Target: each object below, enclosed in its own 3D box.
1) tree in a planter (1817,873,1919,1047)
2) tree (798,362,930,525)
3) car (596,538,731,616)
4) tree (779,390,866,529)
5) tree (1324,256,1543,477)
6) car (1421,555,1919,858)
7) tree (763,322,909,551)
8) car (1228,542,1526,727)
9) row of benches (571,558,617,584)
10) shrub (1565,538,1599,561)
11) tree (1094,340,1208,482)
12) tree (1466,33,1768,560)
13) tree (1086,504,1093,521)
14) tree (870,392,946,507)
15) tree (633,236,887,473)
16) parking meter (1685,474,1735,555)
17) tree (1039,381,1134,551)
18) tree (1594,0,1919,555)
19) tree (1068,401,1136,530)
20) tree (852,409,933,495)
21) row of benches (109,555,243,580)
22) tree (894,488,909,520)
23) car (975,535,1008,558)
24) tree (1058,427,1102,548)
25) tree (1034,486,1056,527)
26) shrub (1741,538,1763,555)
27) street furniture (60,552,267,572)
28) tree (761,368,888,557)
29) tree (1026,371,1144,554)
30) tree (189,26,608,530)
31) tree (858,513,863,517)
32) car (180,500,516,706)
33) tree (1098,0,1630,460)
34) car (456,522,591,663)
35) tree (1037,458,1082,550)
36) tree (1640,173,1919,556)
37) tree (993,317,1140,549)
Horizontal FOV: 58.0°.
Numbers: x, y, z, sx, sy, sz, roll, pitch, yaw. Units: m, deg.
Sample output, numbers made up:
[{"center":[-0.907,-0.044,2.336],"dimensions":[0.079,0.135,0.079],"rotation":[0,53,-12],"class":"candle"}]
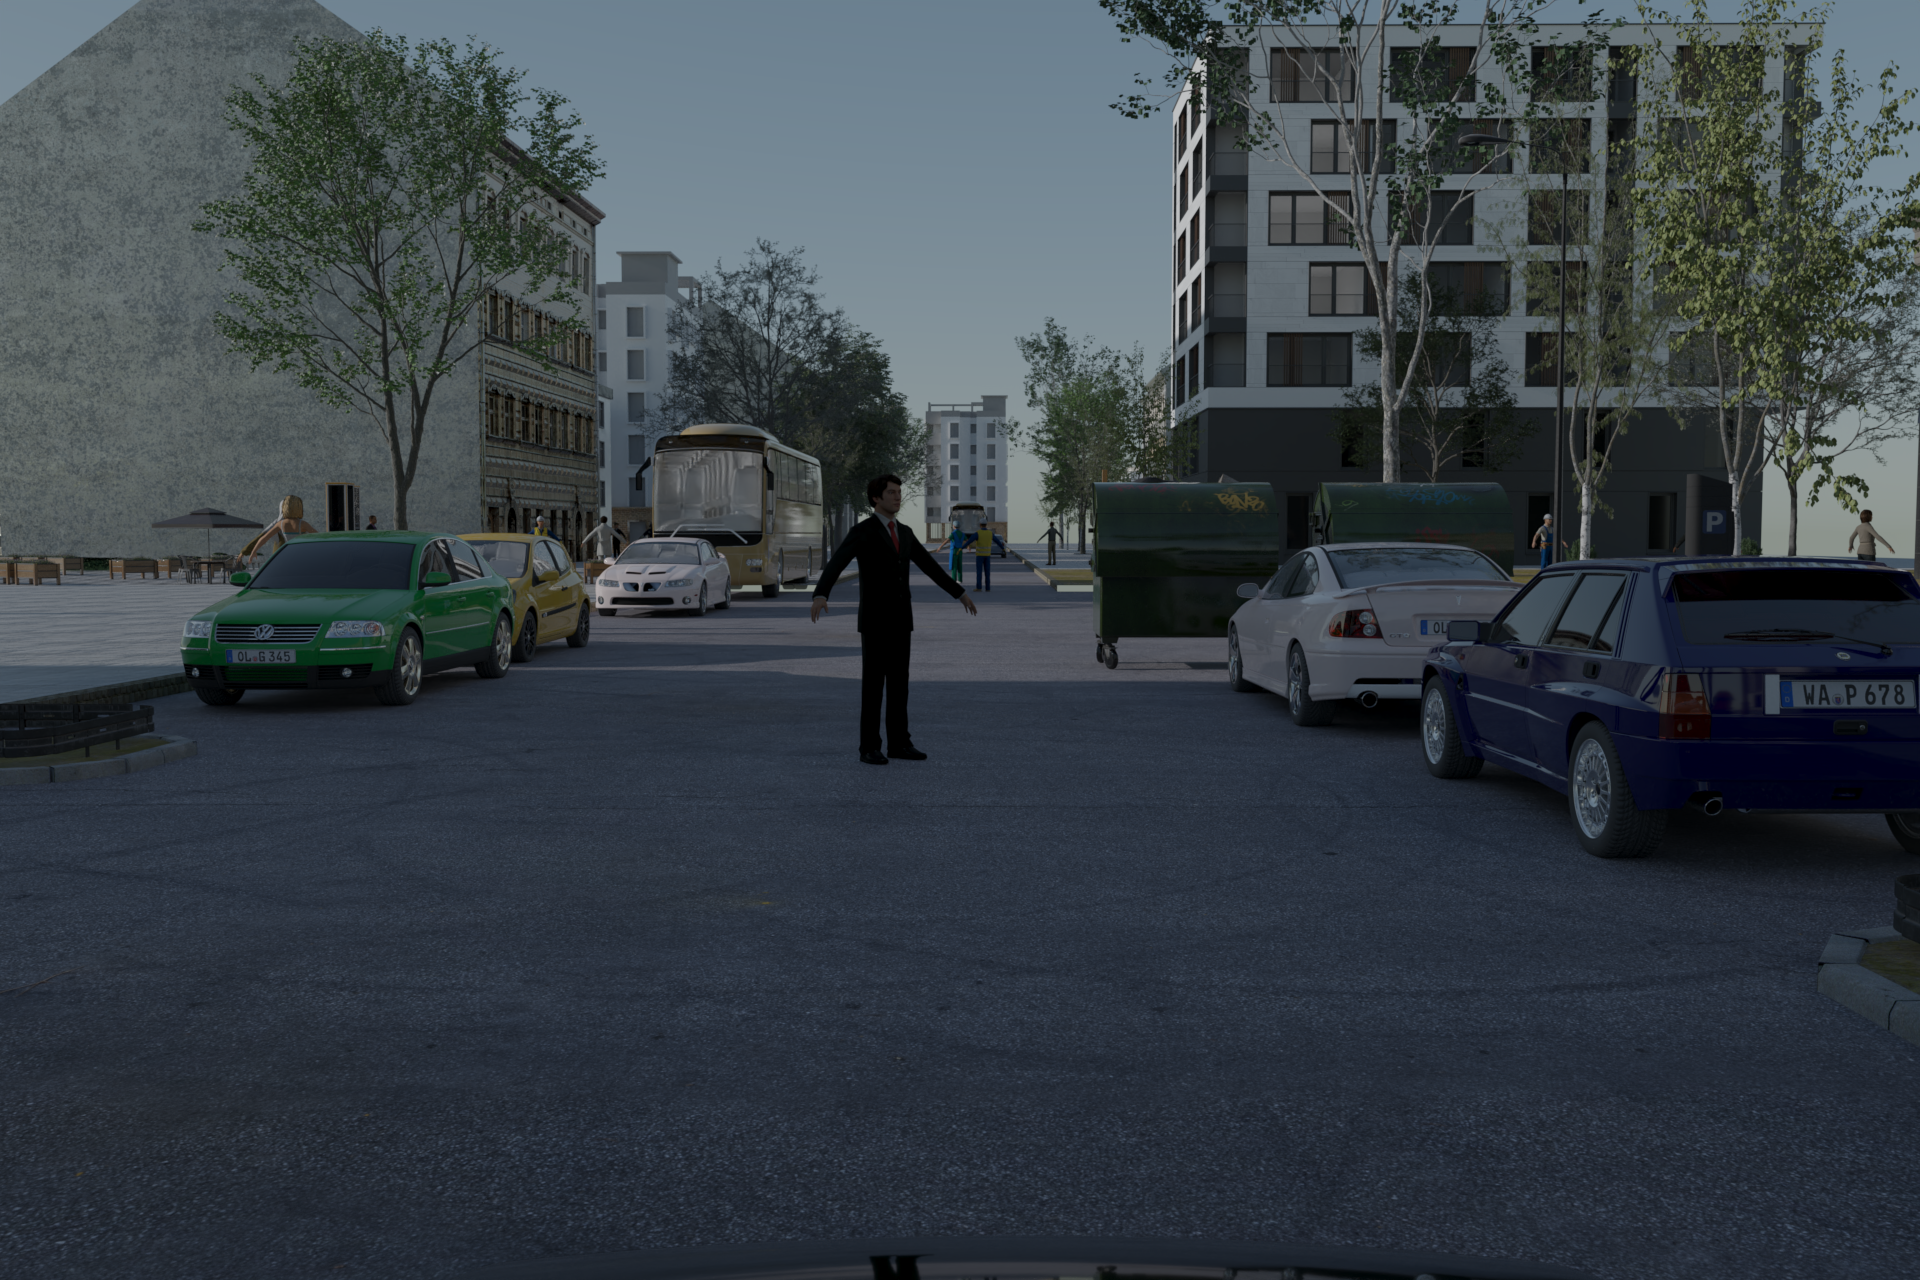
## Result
[{"center":[3.673,-0.471,4.928],"dimensions":[1.991,3.239,1.994],"rotation":[0,4,1],"class":"tree in a planter"},{"center":[-7.207,-12.814,119.872],"dimensions":[12.009,13.543,11.850],"rotation":[0,3,0],"class":"tree"},{"center":[-5.351,-1.182,31.694],"dimensions":[2.083,1.381,4.827],"rotation":[0,4,1],"class":"car"},{"center":[-7.610,-8.474,88.912],"dimensions":[4.360,8.622,3.978],"rotation":[0,3,0],"class":"tree"},{"center":[15.925,-7.602,58.701],"dimensions":[7.601,10.594,8.767],"rotation":[0,4,5],"class":"tree"},{"center":[3.645,0.219,9.005],"dimensions":[1.945,1.354,3.894],"rotation":[0,4,0],"class":"car"},{"center":[-7.517,-12.199,106.114],"dimensions":[9.857,13.997,8.962],"rotation":[0,3,0],"class":"tree"},{"center":[3.412,-0.118,14.286],"dimensions":[2.083,1.381,4.827],"rotation":[0,4,0],"class":"car"},{"center":[-9.241,-1.804,44.959],"dimensions":[4.104,0.672,1.422],"rotation":[-2,4,-28],"class":"row of benches"},{"center":[19.849,-2.704,55.321],"dimensions":[1.383,1.207,1.383],"rotation":[0,3,0],"class":"shrub"},{"center":[7.276,-7.116,66.701],"dimensions":[4.737,8.622,4.395],"rotation":[0,3,0],"class":"tree"},{"center":[9.391,-4.657,26.506],"dimensions":[4.360,8.622,3.978],"rotation":[0,3,0],"class":"tree"},{"center":[18.913,-17.324,233.604],"dimensions":[4.360,8.622,3.978],"rotation":[0,3,0],"class":"tree"},{"center":[-6.521,-14.649,149.873],"dimensions":[12.009,13.543,11.850],"rotation":[0,3,0],"class":"tree"},{"center":[-7.893,-9.808,70.731],"dimensions":[12.009,13.543,11.850],"rotation":[0,3,0],"class":"tree"},{"center":[7.307,-0.684,16.900],"dimensions":[0.399,1.863,0.255],"rotation":[0,4,1],"class":"parking meter"},{"center":[9.273,-12.832,127.922],"dimensions":[7.486,12.596,7.792],"rotation":[0,3,0],"class":"tree"},{"center":[9.731,-4.330,21.160],"dimensions":[4.737,8.622,4.395],"rotation":[0,3,0],"class":"tree"},{"center":[7.680,-8.936,96.473],"dimensions":[4.360,8.622,3.978],"rotation":[0,3,0],"class":"tree"},{"center":[-6.259,-12.957,137.601],"dimensions":[9.928,11.665,9.643],"rotation":[0,3,0],"class":"tree"},{"center":[-22.773,-2.150,50.608],"dimensions":[1.422,0.672,4.104],"rotation":[2,4,30],"class":"row of benches"},{"center":[-8.399,-17.345,233.947],"dimensions":[4.360,8.622,3.978],"rotation":[0,3,0],"class":"tree"},{"center":[1.893,-5.652,104.407],"dimensions":[2.014,1.417,4.499],"rotation":[0,4,0],"class":"car"},{"center":[8.294,-10.357,119.701],"dimensions":[4.360,8.622,3.978],"rotation":[0,3,0],"class":"tree"},{"center":[12.670,-17.342,233.900],"dimensions":[4.360,8.622,3.978],"rotation":[0,3,0],"class":"tree"},{"center":[25.765,-2.786,56.668],"dimensions":[1.383,1.207,1.383],"rotation":[0,3,0],"class":"shrub"},{"center":[-29.593,-2.762,60.781],"dimensions":[10.072,0.657,5.734],"rotation":[0,4,6],"class":"street furniture"},{"center":[-7.364,-9.884,96.013],"dimensions":[7.601,10.594,8.767],"rotation":[1,4,16],"class":"tree"},{"center":[7.887,-11.269,110.009],"dimensions":[9.928,11.665,9.643],"rotation":[0,3,0],"class":"tree"},{"center":[-11.175,-6.670,34.804],"dimensions":[9.928,11.665,9.643],"rotation":[0,3,0],"class":"tree"},{"center":[-17.359,-20.262,237.936],"dimensions":[9.857,13.997,8.962],"rotation":[0,3,0],"class":"tree"},{"center":[-5.442,-0.434,15.885],"dimensions":[1.959,1.807,4.718],"rotation":[0,4,1],"class":"car"},{"center":[8.264,-11.120,37.709],"dimensions":[12.611,20.169,13.585],"rotation":[0,3,0],"class":"tree"},{"center":[-5.609,-0.630,20.532],"dimensions":[2.015,1.641,3.980],"rotation":[0,4,1],"class":"car"},{"center":[8.641,-11.418,137.045],"dimensions":[4.360,8.622,3.978],"rotation":[0,3,0],"class":"tree"},{"center":[28.939,-9.142,59.848],"dimensions":[12.009,13.543,11.850],"rotation":[0,3,0],"class":"tree"},{"center":[9.229,-17.934,149.113],"dimensions":[12.611,20.169,13.585],"rotation":[0,3,0],"class":"tree"}]
